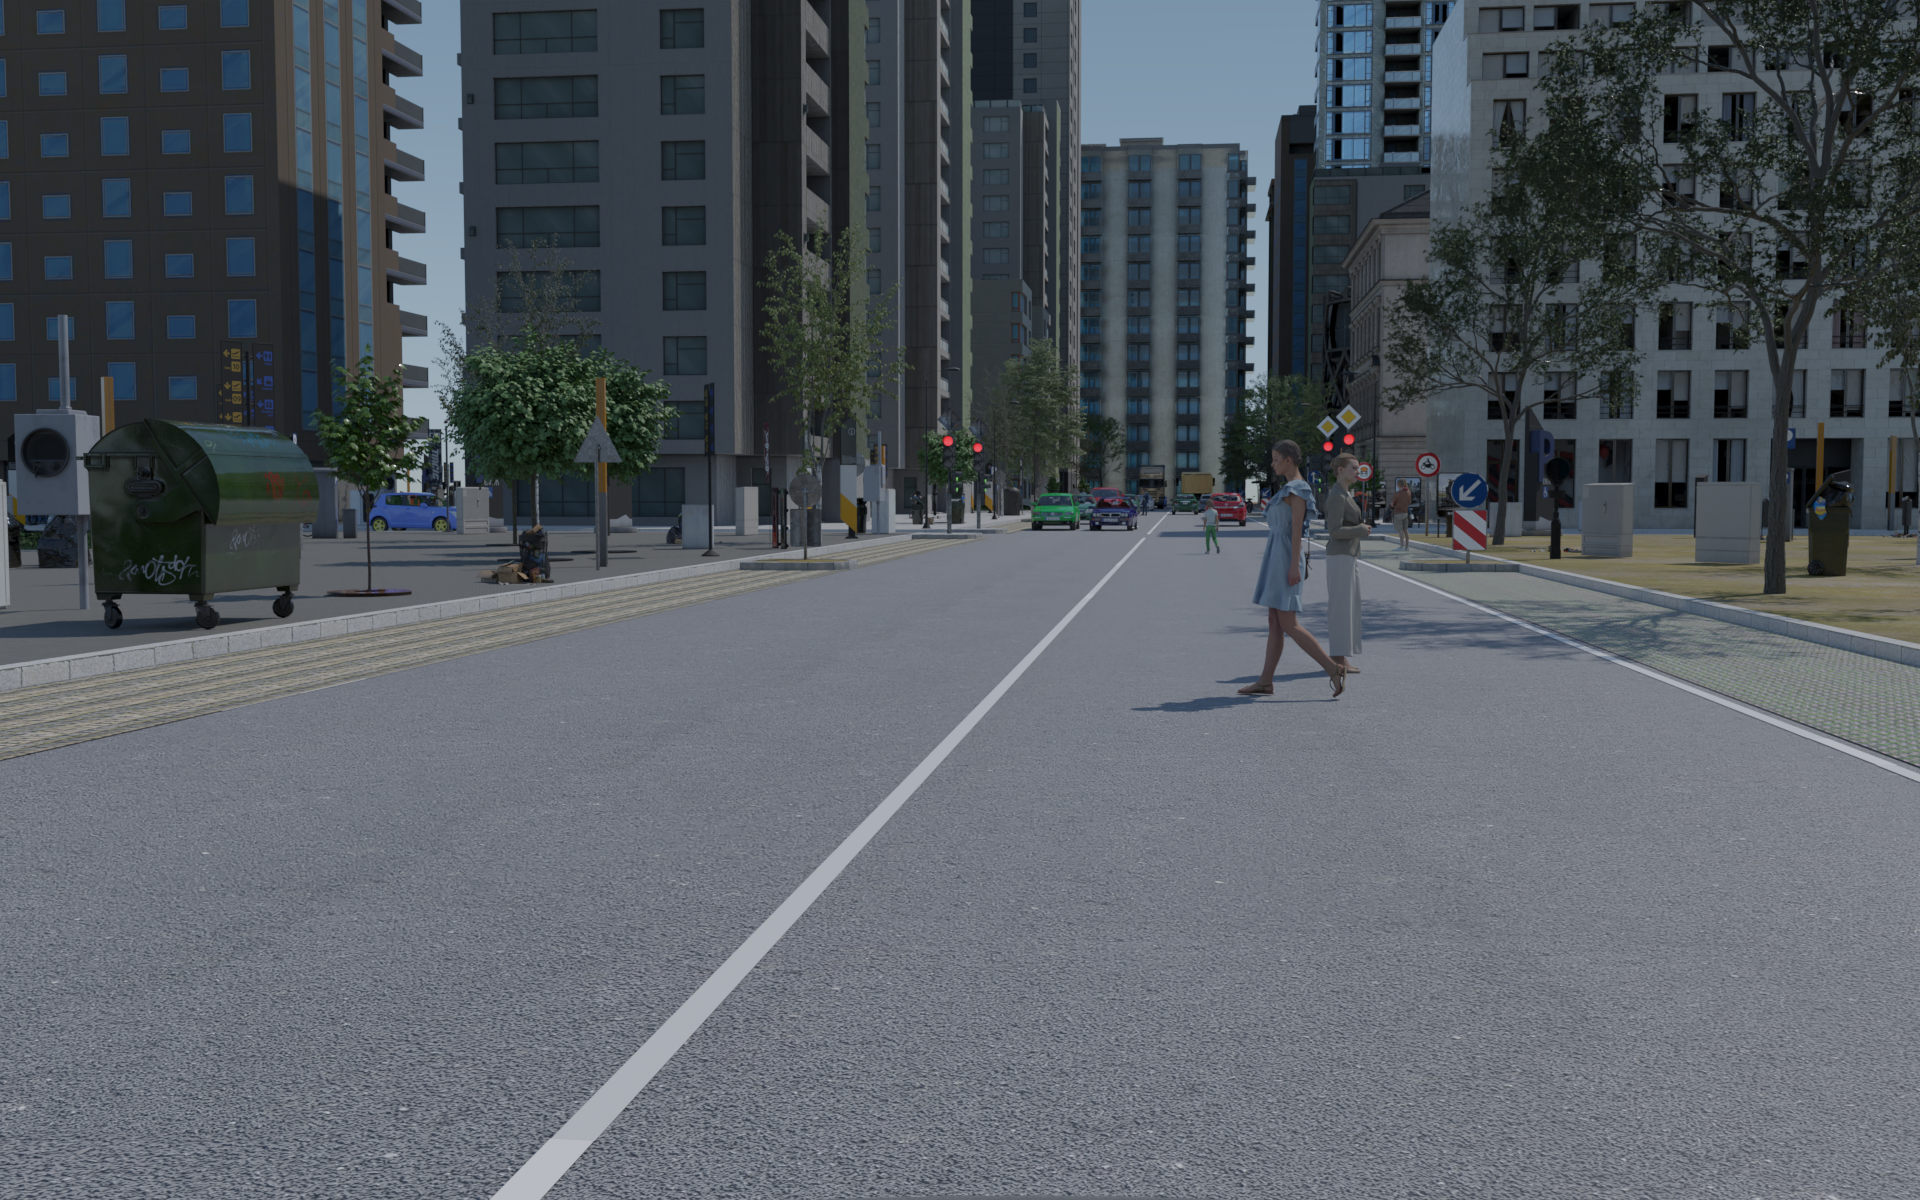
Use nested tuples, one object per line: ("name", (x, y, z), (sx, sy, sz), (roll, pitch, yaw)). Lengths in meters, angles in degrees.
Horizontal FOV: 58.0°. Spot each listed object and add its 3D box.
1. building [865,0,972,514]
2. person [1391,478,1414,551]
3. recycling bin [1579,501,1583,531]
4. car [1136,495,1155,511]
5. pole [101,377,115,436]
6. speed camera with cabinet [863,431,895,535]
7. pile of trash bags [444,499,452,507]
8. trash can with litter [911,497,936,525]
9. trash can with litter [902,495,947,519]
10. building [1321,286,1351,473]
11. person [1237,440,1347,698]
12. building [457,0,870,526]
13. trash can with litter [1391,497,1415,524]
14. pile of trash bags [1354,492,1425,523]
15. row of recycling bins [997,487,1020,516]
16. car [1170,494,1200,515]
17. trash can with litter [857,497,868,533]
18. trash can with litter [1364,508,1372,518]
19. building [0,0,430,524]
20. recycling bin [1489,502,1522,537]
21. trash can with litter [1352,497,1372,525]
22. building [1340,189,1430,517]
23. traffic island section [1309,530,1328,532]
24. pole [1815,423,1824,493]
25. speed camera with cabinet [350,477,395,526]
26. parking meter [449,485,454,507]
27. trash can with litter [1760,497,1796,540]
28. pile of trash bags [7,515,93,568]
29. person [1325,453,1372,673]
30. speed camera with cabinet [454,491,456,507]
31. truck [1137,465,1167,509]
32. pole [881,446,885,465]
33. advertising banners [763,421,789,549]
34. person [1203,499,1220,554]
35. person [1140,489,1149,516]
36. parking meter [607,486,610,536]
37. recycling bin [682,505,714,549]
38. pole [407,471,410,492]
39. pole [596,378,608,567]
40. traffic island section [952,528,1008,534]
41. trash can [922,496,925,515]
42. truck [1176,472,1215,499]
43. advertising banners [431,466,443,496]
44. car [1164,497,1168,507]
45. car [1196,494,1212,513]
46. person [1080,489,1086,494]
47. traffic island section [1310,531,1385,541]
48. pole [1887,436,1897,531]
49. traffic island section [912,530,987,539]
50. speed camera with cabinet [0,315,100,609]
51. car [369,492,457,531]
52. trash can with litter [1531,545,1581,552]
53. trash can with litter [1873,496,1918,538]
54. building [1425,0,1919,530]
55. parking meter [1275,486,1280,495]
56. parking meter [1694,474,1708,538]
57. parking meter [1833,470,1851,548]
("building", (-7.004, -26.251, 112.802), (14.154, 41.232, 14.086), (0, 4, 7))
("person", (11.091, -2.138, 43.434), (0.573, 1.828, 0.580), (1, 4, 10))
("recycling bin", (22.038, -2.931, 60.468), (0.722, 1.027, 0.722), (2, 4, 29))
("car", (15.715, -8.332, 148.593), (2.083, 1.381, 4.827), (0, 4, 7))
("pole", (-14.856, -2.227, 30.262), (0.158, 3.312, 0.155), (0, 3, 0))
("speed camera with cabinet", (-2.575, -3.722, 55.196), (0.660, 3.252, 2.038), (1, 4, 12))
("pile of trash bags", (-27.677, -4.913, 90.080), (1.912, 1.369, 3.447), (1, 4, 9))
("trash can with litter", (-1.526, -3.734, 72.444), (1.055, 1.170, 0.624), (0, 4, 4))
("trash can with litter", (-1.808, -4.838, 90.151), (2.233, 1.210, 1.678), (1, 4, 11))
("building", (34.948, -15.847, 126.549), (16.820, 18.784, 16.811), (0, 4, 7))
("person", (2.359, -0.223, 12.234), (0.778, 1.811, 0.616), (1, 4, 23))
("building", (-12.060, -18.518, 74.471), (14.160, 30.474, 14.107), (0, 4, 7))
("trash can with litter", (18.715, -3.772, 73.054), (1.055, 1.170, 0.624), (3, 5, 43))
("pile of trash bags", (19.229, -4.107, 76.895), (3.447, 1.369, 1.912), (1, 4, 10))
("row of recycling bins", (2.957, -5.917, 103.854), (1.069, 1.692, 3.534), (-1, 4, -8))
("car", (15.700, -6.669, 120.838), (2.131, 1.459, 4.920), (0, 4, 7))
("trash can with litter", (-3.420, -2.775, 56.752), (0.624, 1.170, 1.055), (-1, 4, -22))
("trash can with litter", (21.445, -4.999, 92.787), (1.678, 1.210, 2.233), (-3, 5, -39))
("building", (-33.858, -26.146, 77.605), (14.200, 45.320, 14.600), (0, 4, 7))
("recycling bin", (16.374, -2.411, 51.977), (0.722, 1.027, 0.722), (0, 4, -7))
("trash can with litter", (16.530, -3.648, 71.030), (1.055, 1.170, 0.624), (2, 4, 31))
("building", (28.869, -14.612, 103.531), (10.561, 19.102, 19.286), (0, 4, 7))
("traffic island section", (13.204, -2.448, 62.298), (2.009, 0.180, 2.903), (0, 4, 7))
("pole", (24.553, -3.403, 49.489), (0.158, 3.312, 0.155), (0, 3, 0))
("speed camera with cabinet", (-24.199, -4.711, 71.368), (0.660, 3.252, 2.038), (2, 4, 24))
("parking meter", (-33.000, -6.534, 112.541), (0.255, 1.863, 0.399), (0, 4, 1))
("trash can with litter", (22.460, -2.311, 48.849), (2.233, 1.210, 1.678), (1, 4, 18))
("pile of trash bags", (-17.129, -1.273, 30.562), (3.447, 1.369, 1.912), (-1, 4, -10))
("person", (3.104, -0.294, 13.854), (0.362, 1.759, 0.519), (1, 4, 17))
("speed camera with cabinet", (-26.080, -6.038, 93.060), (2.038, 3.252, 0.660), (-2, 4, -26))
("truck", (18.608, -10.942, 167.818), (2.839, 4.237, 11.283), (0, 4, 7))
("pole", (-3.255, -4.853, 73.195), (0.158, 3.312, 0.155), (0, 3, 0))
("advertising banners", (-4.377, -2.744, 41.056), (0.090, 3.025, 2.074), (-1, 4, -21))
("person", (6.019, -1.753, 41.411), (0.306, 1.304, 0.590), (-1, 4, -20))
("person", (12.314, -6.513, 115.166), (0.419, 1.800, 0.721), (-2, 4, -31))
("parking meter", (-10.922, -2.732, 53.077), (0.372, 1.533, 0.369), (0, 3, 0))
("recycling bin", (-6.133, -1.714, 40.573), (0.722, 1.027, 0.722), (0, 4, -7))
("pole", (-40.526, -8.161, 127.268), (0.158, 3.312, 0.155), (0, 3, 0))
("pole", (-6.306, -2.241, 30.490), (0.158, 3.312, 0.155), (0, 3, 0))
("traffic island section", (0.669, -2.548, 63.934), (2.009, 0.180, 2.903), (0, 4, 7))
("trash can", (-2.369, -5.658, 104.166), (0.748, 1.137, 0.748), (0, 3, 0))
("truck", (20.624, -9.499, 151.236), (3.469, 3.379, 9.791), (0, 4, 7))
("advertising banners", (-32.638, -6.814, 107.591), (2.074, 3.025, 0.090), (3, 5, 43))
("car", (22.410, -11.339, 194.980), (1.945, 1.707, 3.694), (1, 4, 9))
("car", (19.106, -7.384, 132.729), (2.014, 1.417, 4.499), (0, 4, 7))
("person", (9.275, -7.518, 131.434), (0.660, 1.820, 0.620), (1, 4, 8))
("traffic island section", (12.170, -1.963, 54.380), (2.009, 0.180, 2.903), (0, 4, 7))
("pole", (32.543, -4.075, 60.471), (0.158, 3.312, 0.155), (0, 3, 0))
("traffic island section", (-0.365, -2.063, 56.016), (2.009, 0.180, 2.903), (0, 4, 7))
("speed camera with cabinet", (-10.596, -1.511, 19.035), (2.038, 3.252, 0.660), (0, 3, 0))
("car", (-19.615, -3.279, 63.196), (3.694, 1.707, 1.945), (1, 4, 8))
("trash can with litter", (13.789, -1.674, 38.426), (2.233, 1.210, 1.678), (1, 4, 9))
("trash can with litter", (27.976, -2.474, 51.503), (1.678, 1.210, 2.233), (3, 4, 36))
("building", (27.743, -13.038, 67.916), (16.860, 20.320, 10.420), (0, 4, 7))
("parking meter", (24.427, -7.805, 133.321), (0.399, 1.863, 0.255), (-3, 5, -40))
("parking meter", (21.697, -2.753, 50.723), (0.255, 1.863, 0.399), (3, 5, 43))
("parking meter", (21.137, -2.194, 41.590), (0.399, 1.863, 0.255), (1, 4, 15))
